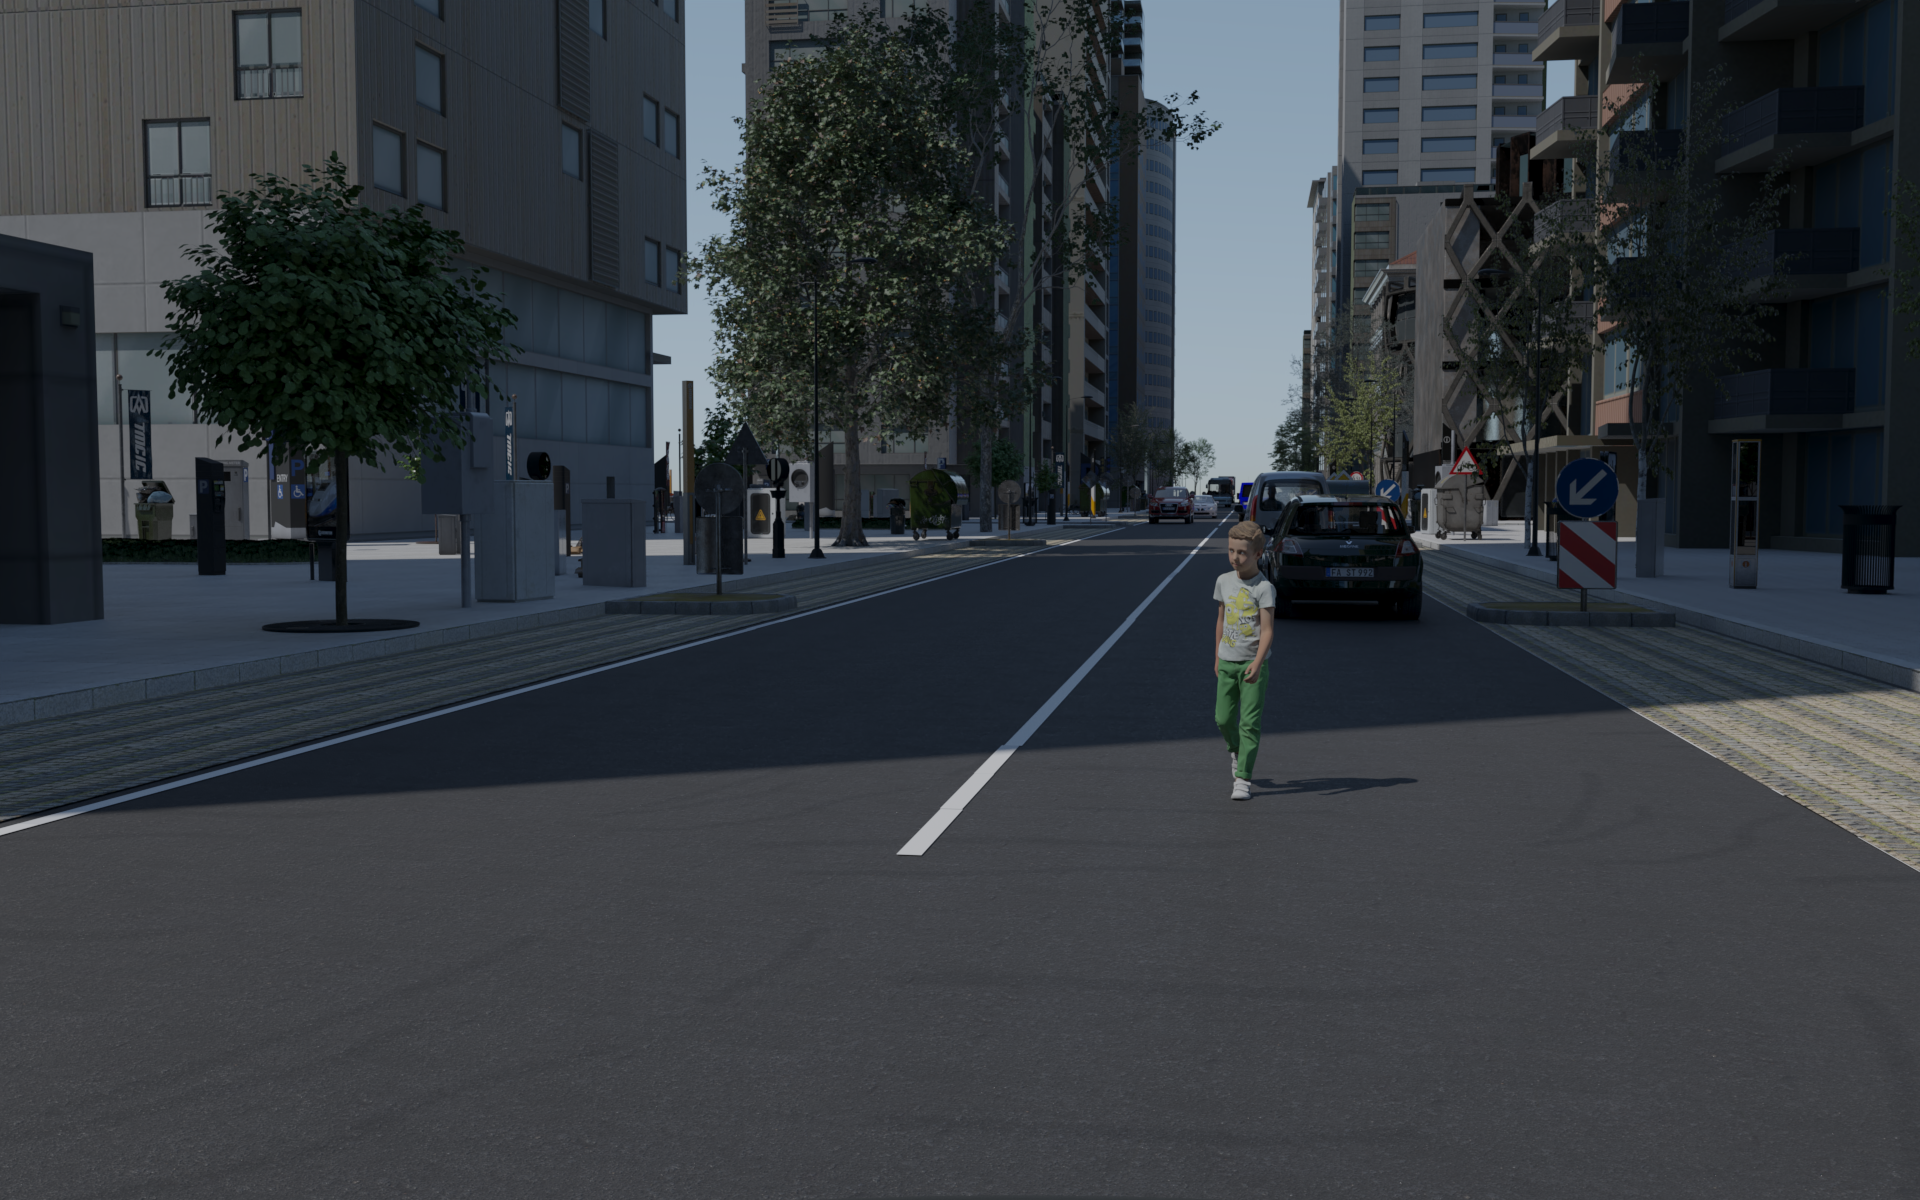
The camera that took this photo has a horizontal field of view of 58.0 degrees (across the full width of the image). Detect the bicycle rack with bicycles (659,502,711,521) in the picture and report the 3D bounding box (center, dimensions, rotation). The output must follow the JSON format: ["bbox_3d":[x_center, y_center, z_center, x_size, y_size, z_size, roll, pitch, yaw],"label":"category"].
[{"bbox_3d":[-12.993,-4.331,84.193,2.925,0.926,2.852,3,5,44],"label":"bicycle rack with bicycles"}]

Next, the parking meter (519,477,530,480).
[{"bbox_3d":[-6.367,-1.064,25.801,0.372,1.533,0.369,0,3,0],"label":"parking meter"}]

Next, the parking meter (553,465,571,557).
[{"bbox_3d":[-8.174,-1.826,35.568,0.255,1.863,0.399,0,4,7],"label":"parking meter"}]

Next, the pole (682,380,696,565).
[{"bbox_3d":[-4.887,-2.284,31.189,0.158,3.312,0.155,0,3,0],"label":"pole"}]

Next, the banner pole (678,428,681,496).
[{"bbox_3d":[-10.744,-4.670,66.377,0.401,3.779,0.863,-1,4,-12],"label":"banner pole"}]

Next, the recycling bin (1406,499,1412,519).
[{"bbox_3d":[23.754,-4.773,90.591,0.722,1.027,0.722,2,4,28],"label":"recycling bin"}]

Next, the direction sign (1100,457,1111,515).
[{"bbox_3d":[8.803,-6.911,104.993,0.379,3.537,0.876,-3,4,-39],"label":"direction sign"}]

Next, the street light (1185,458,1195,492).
[{"bbox_3d":[31.552,-16.238,238.027,1.470,5.913,1.316,1,4,9],"label":"street light"}]

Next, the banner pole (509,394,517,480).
[{"bbox_3d":[-11.303,-3.284,43.707,0.401,3.779,0.863,-3,4,-37],"label":"banner pole"}]

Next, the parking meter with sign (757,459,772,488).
[{"bbox_3d":[-9.855,-5.558,87.134,0.543,3.016,1.738,-2,4,-31],"label":"parking meter with sign"}]

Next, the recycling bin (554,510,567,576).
[{"bbox_3d":[-6.677,-0.915,27.518,0.722,1.027,0.722,0,4,-3],"label":"recycling bin"}]

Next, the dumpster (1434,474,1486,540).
[{"bbox_3d":[14.084,-2.631,48.768,1.264,1.857,1.865,1,4,9],"label":"dumpster"}]

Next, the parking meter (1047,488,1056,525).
[{"bbox_3d":[3.808,-3.901,72.186,0.372,1.533,0.369,0,3,0],"label":"parking meter"}]

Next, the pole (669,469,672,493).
[{"bbox_3d":[-23.892,-9.126,143.048,0.158,3.312,0.155,0,3,0],"label":"pole"}]

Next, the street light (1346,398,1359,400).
[{"bbox_3d":[19.288,-6.791,83.573,1.470,5.913,1.316,1,4,9],"label":"street light"}]

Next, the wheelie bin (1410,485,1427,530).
[{"bbox_3d":[16.324,-3.266,61.311,0.693,1.594,0.980,-1,4,-8],"label":"wheelie bin"}]

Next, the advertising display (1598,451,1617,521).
[{"bbox_3d":[9.833,-1.290,26.310,0.123,1.923,0.974,2,4,28],"label":"advertising display"}]

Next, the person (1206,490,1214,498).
[{"bbox_3d":[26.082,-10.592,181.642,0.705,1.831,1.348,-3,5,-45],"label":"person"}]

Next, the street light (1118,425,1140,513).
[{"bbox_3d":[11.374,-8.815,116.664,1.470,5.913,1.316,1,4,9],"label":"street light"}]

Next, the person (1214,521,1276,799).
[{"bbox_3d":[1.367,0.271,8.325,0.306,1.304,0.590,1,4,16],"label":"person"}]

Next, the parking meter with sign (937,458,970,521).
[{"bbox_3d":[-0.285,-5.329,83.397,0.543,3.016,1.738,3,5,44],"label":"parking meter with sign"}]

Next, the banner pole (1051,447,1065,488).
[{"bbox_3d":[5.123,-6.211,91.559,0.863,3.779,0.401,0,4,-1],"label":"banner pole"}]

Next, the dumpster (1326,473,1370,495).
[{"bbox_3d":[15.149,-3.880,68.388,1.985,2.255,1.502,1,4,10],"label":"dumpster"}]

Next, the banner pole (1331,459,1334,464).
[{"bbox_3d":[26.470,-8.153,123.312,0.401,3.779,0.863,0,4,-1],"label":"banner pole"}]

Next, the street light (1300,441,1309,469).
[{"bbox_3d":[31.835,-11.381,158.616,1.470,5.913,1.316,1,4,9],"label":"street light"}]

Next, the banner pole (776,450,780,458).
[{"bbox_3d":[-7.347,-4.889,69.946,0.401,3.779,0.863,-1,4,-15],"label":"banner pole"}]

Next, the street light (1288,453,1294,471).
[{"bbox_3d":[37.747,-13.523,193.634,1.470,5.913,1.316,1,4,9],"label":"street light"}]

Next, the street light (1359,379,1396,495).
[{"bbox_3d":[17.051,-5.977,70.259,1.470,5.913,1.316,1,4,9],"label":"street light"}]

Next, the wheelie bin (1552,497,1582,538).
[{"bbox_3d":[14.407,-2.007,40.726,0.980,1.594,0.693,2,4,25],"label":"wheelie bin"}]

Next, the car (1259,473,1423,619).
[{"bbox_3d":[4.630,-0.703,21.276,2.009,1.686,4.222,1,4,8],"label":"car"}]

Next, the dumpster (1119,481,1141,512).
[{"bbox_3d":[12.486,-7.635,127.325,1.502,2.255,1.985,1,4,9],"label":"dumpster"}]

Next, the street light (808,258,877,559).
[{"bbox_3d":[-2.316,-3.774,34.249,1.470,5.913,1.316,1,4,9],"label":"street light"}]

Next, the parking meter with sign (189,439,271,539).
[{"bbox_3d":[-16.355,-2.603,38.827,1.738,3.016,0.543,0,4,-5],"label":"parking meter with sign"}]

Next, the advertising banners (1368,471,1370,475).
[{"bbox_3d":[30.385,-8.150,129.434,0.090,3.025,2.074,2,4,26],"label":"advertising banners"}]

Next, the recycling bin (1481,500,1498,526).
[{"bbox_3d":[21.031,-3.472,69.316,0.722,1.027,0.722,-2,4,-31],"label":"recycling bin"}]

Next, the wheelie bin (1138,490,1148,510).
[{"bbox_3d":[14.561,-7.973,138.269,0.980,1.594,0.693,0,4,-3],"label":"wheelie bin"}]

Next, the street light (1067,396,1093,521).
[{"bbox_3d":[5.582,-6.691,81.943,1.470,5.913,1.316,1,4,9],"label":"street light"}]

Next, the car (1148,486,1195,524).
[{"bbox_3d":[10.363,-4.652,84.740,2.281,1.827,5.304,1,4,10],"label":"car"}]

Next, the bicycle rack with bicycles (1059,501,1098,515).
[{"bbox_3d":[7.633,-5.776,107.815,2.925,0.926,2.852,0,4,-2],"label":"bicycle rack with bicycles"}]

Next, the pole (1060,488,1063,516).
[{"bbox_3d":[5.907,-6.531,100.631,0.158,3.312,0.155,0,3,0],"label":"pole"}]

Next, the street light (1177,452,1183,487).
[{"bbox_3d":[23.641,-13.328,190.458,1.470,5.913,1.316,1,4,9],"label":"street light"}]

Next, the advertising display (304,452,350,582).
[{"bbox_3d":[-9.317,-1.241,25.505,0.974,1.923,0.123,3,4,38],"label":"advertising display"}]

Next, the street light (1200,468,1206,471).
[{"bbox_3d":[37.514,-18.364,272.786,1.470,5.913,1.316,1,4,9],"label":"street light"}]

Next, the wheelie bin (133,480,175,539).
[{"bbox_3d":[-18.691,-1.976,40.209,0.980,1.594,0.693,1,4,18],"label":"wheelie bin"}]

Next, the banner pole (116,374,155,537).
[{"bbox_3d":[-17.422,-2.843,36.498,0.401,3.779,0.863,3,5,42],"label":"banner pole"}]

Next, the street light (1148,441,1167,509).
[{"bbox_3d":[17.905,-11.221,156.006,1.470,5.913,1.316,1,4,9],"label":"street light"}]

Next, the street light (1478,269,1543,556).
[{"bbox_3d":[11.379,-3.870,35.821,1.470,5.913,1.316,1,4,9],"label":"street light"}]

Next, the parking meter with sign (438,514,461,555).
[{"bbox_3d":[-10.925,-2.502,37.162,0.543,3.016,1.738,-1,4,-12],"label":"parking meter with sign"}]

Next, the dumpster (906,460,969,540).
[{"bbox_3d":[-0.649,-2.819,48.577,1.502,2.255,1.985,1,4,9],"label":"dumpster"}]

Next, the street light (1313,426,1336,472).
[{"bbox_3d":[25.016,-8.897,118.002,1.470,5.913,1.316,1,4,9],"label":"street light"}]

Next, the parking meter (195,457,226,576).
[{"bbox_3d":[-11.836,-1.325,27.375,0.399,1.863,0.255,1,4,22],"label":"parking meter"}]

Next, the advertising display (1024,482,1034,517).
[{"bbox_3d":[3.843,-5.586,96.547,0.123,1.923,0.974,2,4,32],"label":"advertising display"}]

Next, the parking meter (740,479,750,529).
[{"bbox_3d":[-7.828,-3.513,63.154,0.399,1.863,0.255,-1,4,-10],"label":"parking meter"}]

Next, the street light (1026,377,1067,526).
[{"bbox_3d":[3.327,-5.886,68.776,1.470,5.913,1.316,1,4,9],"label":"street light"}]

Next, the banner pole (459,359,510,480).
[{"bbox_3d":[-8.176,-2.408,29.384,0.401,3.779,0.863,2,4,31],"label":"banner pole"}]

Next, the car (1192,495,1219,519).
[{"bbox_3d":[14.323,-5.534,102.840,2.083,1.381,4.827,1,4,9],"label":"car"}]
